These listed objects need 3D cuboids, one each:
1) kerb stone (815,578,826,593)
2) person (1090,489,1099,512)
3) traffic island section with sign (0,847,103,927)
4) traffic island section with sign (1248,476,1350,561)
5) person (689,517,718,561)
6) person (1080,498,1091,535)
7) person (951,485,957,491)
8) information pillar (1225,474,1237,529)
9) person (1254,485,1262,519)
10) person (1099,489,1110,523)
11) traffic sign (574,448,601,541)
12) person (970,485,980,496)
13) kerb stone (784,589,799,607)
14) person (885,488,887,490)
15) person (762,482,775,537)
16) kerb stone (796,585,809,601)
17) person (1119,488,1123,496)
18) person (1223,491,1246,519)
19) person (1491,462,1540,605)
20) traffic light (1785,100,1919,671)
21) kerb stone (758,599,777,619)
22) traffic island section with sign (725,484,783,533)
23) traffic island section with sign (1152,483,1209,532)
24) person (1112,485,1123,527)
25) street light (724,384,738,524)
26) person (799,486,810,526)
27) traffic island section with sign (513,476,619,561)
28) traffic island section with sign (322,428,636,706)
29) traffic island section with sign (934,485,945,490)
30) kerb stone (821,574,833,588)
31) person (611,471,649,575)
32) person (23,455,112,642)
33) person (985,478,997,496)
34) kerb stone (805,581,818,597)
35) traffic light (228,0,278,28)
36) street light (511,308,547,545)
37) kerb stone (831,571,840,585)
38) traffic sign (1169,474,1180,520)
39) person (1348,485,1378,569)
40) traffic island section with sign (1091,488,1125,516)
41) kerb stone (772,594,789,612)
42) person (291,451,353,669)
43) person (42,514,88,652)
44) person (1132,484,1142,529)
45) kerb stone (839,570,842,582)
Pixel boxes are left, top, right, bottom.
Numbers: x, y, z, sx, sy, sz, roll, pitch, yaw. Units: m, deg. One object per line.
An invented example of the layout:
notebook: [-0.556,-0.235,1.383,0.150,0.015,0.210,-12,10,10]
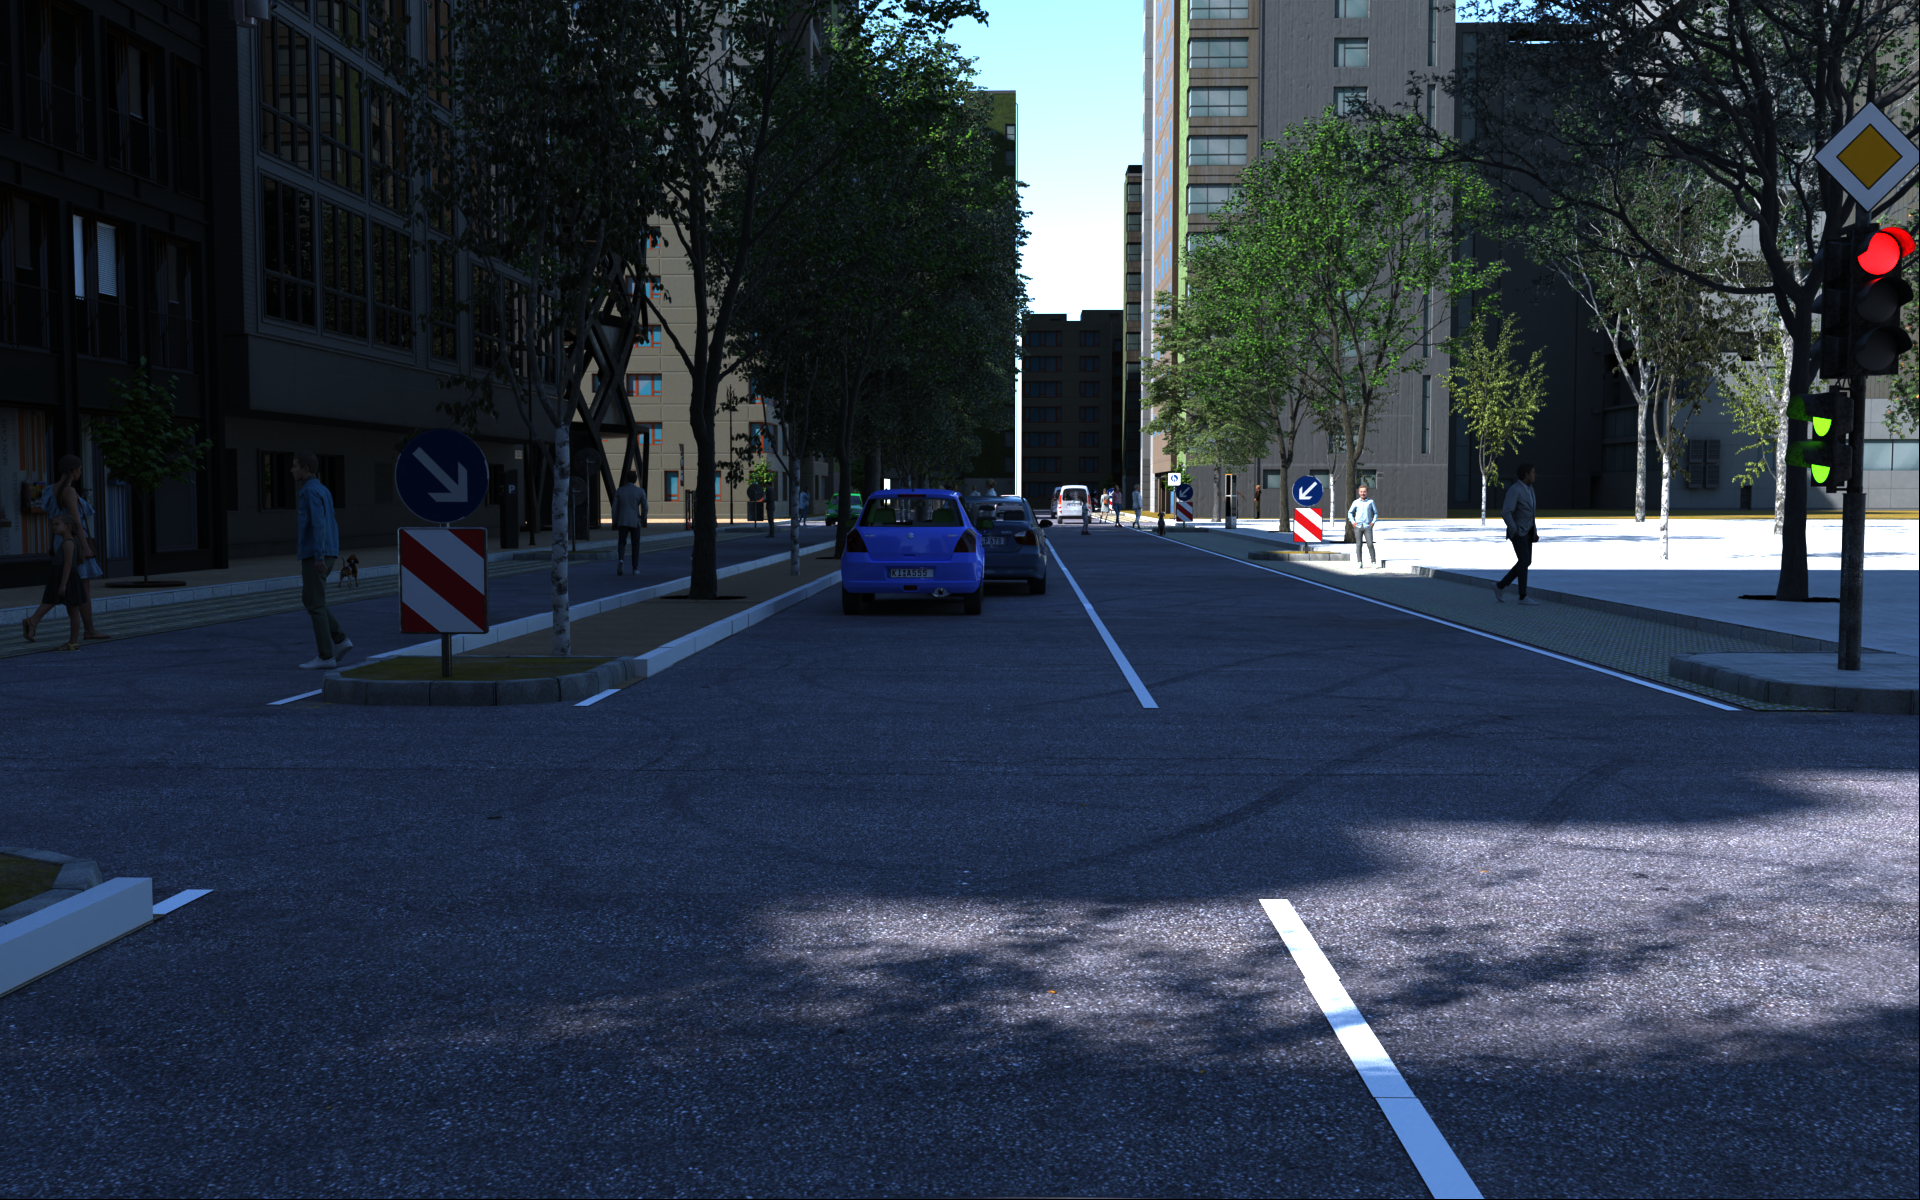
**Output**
kerb stone: [-2.114,-0.182,25.281,0.120,0.150,1.000,0,4,2]
person: [10.376,-7.801,136.055,1.348,1.822,0.705,-2,4,-32]
traffic island section with sign: [-3.820,0.176,5.251,2.006,1.907,1.989,0,4,2]
traffic island section with sign: [7.354,-1.785,37.814,1.989,1.847,2.006,0,4,2]
person: [-5.325,-1.630,35.733,0.643,1.750,0.593,-2,4,-24]
person: [4.410,-2.931,60.707,0.394,1.301,0.425,0,4,1]
person: [-0.270,-3.526,66.368,0.641,1.798,0.478,2,4,27]
information pillar: [9.970,-3.621,63.694,0.304,2.012,0.304,-3,4,-38]
person: [15.293,-5.068,89.429,0.721,1.766,1.217,1,4,13]
person: [7.195,-4.675,85.937,0.512,1.701,0.522,0,4,-5]
traffic sign: [-10.242,-2.906,47.617,0.768,2.556,0.104,0,4,5]
person: [0.598,-3.684,68.959,0.478,1.798,0.641,0,4,7]
kerb stone: [-2.214,0.000,22.204,0.120,0.150,1.000,0,4,2]
person: [-6.669,-9.235,157.179,0.705,1.807,1.348,0,4,6]
person: [-6.348,-3.002,57.391,0.447,1.846,0.655,0,4,-2]
kerb stone: [-2.183,-0.063,23.229,0.120,0.150,1.000,0,4,2]
person: [13.279,-8.425,144.309,0.721,1.766,1.217,-1,4,-9]
person: [14.113,-5.038,89.091,1.217,1.739,0.721,0,4,-4]
person: [7.205,-0.863,22.456,0.661,1.843,0.795,-3,5,-42]
traffic light: [6.481,-1.445,12.548,0.839,4.253,0.868,0,4,2]
kerb stone: [-2.284,0.125,20.147,0.120,0.150,1.000,0,4,2]
traffic island section with sign: [-7.678,-3.444,64.938,1.989,1.847,2.006,0,4,2]
traffic island section with sign: [8.270,-3.461,65.213,1.989,1.847,2.006,0,4,2]
person: [6.768,-4.049,74.709,0.555,1.821,0.388,-3,4,-36]
street light: [-9.667,-6.138,73.146,0.468,5.910,1.993,0,4,2]
person: [-6.999,-4.202,77.464,0.793,1.790,0.793,2,4,24]
traffic island section with sign: [-8.562,-1.796,37.998,1.989,1.847,2.006,0,4,2]
traffic island section with sign: [-3.565,-0.276,12.654,2.006,1.907,1.989,0,4,2]
traffic island section with sign: [-1.087,-4.869,87.752,2.006,1.907,1.989,0,4,2]
kerb stone: [-2.085,-0.252,26.310,0.120,0.150,1.000,0,4,2]
person: [-5.859,-1.370,30.742,0.661,1.843,0.795,0,4,-3]
person: [-8.629,-0.499,16.750,0.778,1.811,0.616,-3,5,-44]
person: [0.762,-1.941,40.458,0.641,1.798,0.478,2,4,26]
kerb stone: [-2.143,-0.125,24.255,0.120,0.150,1.000,0,4,2]
traffic light: [-7.578,-2.346,13.031,4.771,5.953,1.251,0,4,2]
street light: [-10.728,-4.310,43.263,0.468,5.910,1.993,0,4,2]
kerb stone: [-2.044,-0.315,27.339,0.120,0.150,1.000,0,4,2]
traffic sign: [10.517,-5.067,84.972,0.606,2.300,0.079,1,4,10]
person: [7.731,-1.400,33.197,0.589,1.601,0.330,1,4,21]
traffic island section with sign: [9.910,-6.485,114.664,1.989,1.847,2.006,0,4,2]
kerb stone: [-2.250,0.062,21.182,0.120,0.150,1.000,0,4,2]
person: [-5.247,-0.329,14.220,0.444,1.785,0.601,0,4,1]
person: [-8.156,-0.159,15.767,0.373,1.253,0.362,-2,4,-27]
person: [7.199,-3.813,70.716,0.514,1.842,0.818,3,5,39]
kerb stone: [-2.013,-0.377,28.366,0.120,0.150,1.000,0,4,2]
